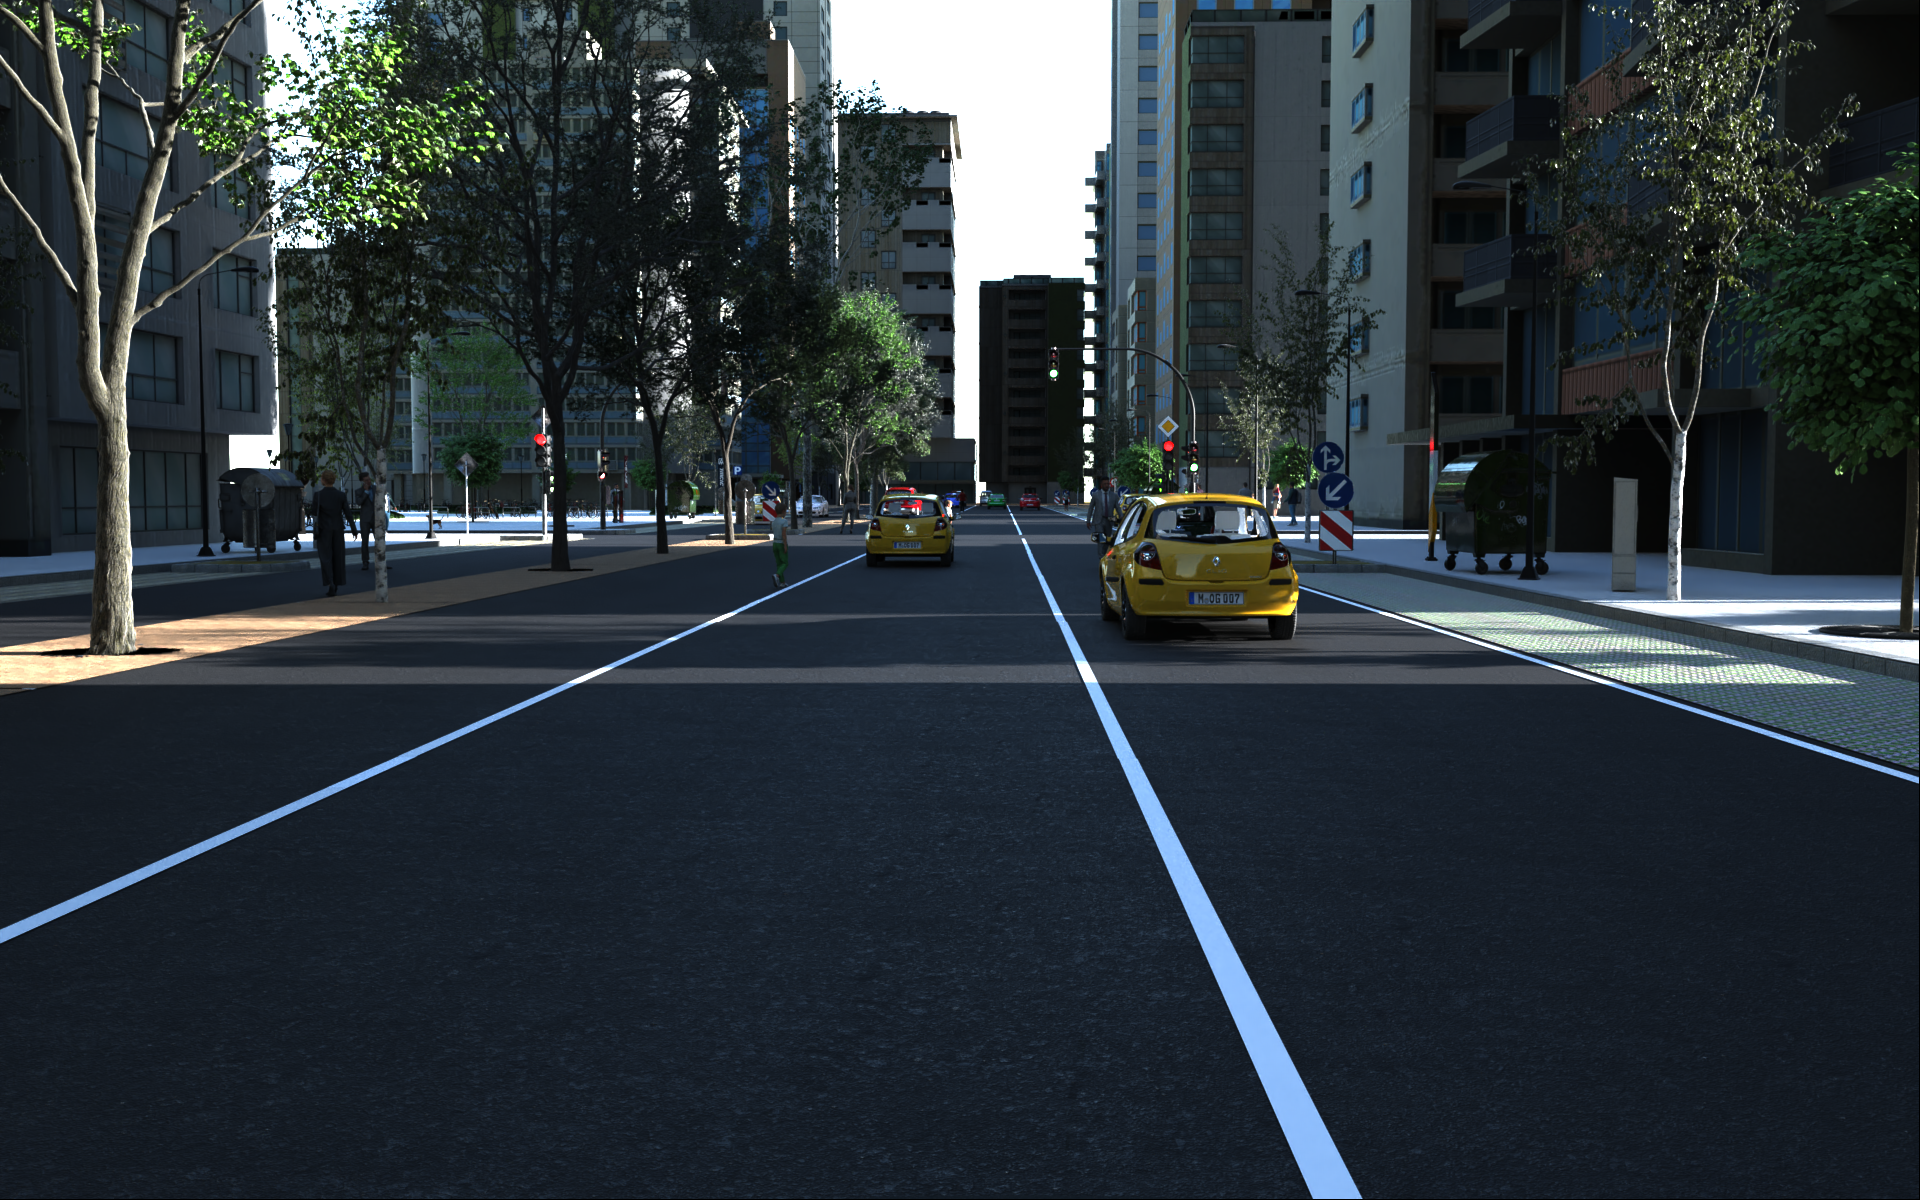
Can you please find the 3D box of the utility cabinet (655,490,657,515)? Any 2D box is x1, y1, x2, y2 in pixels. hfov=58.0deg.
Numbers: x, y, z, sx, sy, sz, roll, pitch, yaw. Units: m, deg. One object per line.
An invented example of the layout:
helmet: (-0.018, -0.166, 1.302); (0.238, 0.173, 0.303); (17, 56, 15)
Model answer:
utility cabinet: (-14.829, -4.693, 85.403); (0.318, 1.500, 1.173); (-1, 4, -13)

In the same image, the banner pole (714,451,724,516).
banner pole: (-13.931, -6.738, 100.175); (0.863, 3.779, 0.401); (1, 4, 11)

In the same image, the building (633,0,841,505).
building: (-25.106, -46.560, 199.510); (20.611, 71.187, 20.563); (0, 4, 1)

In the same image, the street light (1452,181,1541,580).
street light: (8.008, -3.261, 25.856); (1.470, 5.913, 1.316); (0, 4, 1)

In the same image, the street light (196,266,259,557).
street light: (-14.993, -3.850, 35.487); (1.470, 5.913, 1.316); (0, 4, 1)

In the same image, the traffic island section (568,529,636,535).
traffic island section: (-12.893, -2.459, 62.484); (2.009, 0.180, 2.903); (0, 4, 1)

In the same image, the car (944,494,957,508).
car: (-1.086, -10.571, 182.618); (2.009, 1.686, 4.222); (0, 4, 2)

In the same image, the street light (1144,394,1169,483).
street light: (9.350, -6.611, 80.634); (1.470, 5.913, 1.316); (0, 4, 1)

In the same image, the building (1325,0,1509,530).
building: (26.628, -27.356, 70.975); (21.600, 48.544, 21.300); (0, 4, 1)

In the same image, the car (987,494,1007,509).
car: (3.506, -9.534, 164.674); (1.959, 1.807, 4.718); (0, 4, 1)

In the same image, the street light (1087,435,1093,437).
street light: (10.715, -10.050, 136.854); (1.470, 5.913, 1.316); (0, 4, 1)

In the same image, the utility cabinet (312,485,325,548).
utility cabinet: (-14.992, -1.961, 40.746); (0.318, 1.500, 1.173); (-1, 4, -12)

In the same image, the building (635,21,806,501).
building: (-22.638, -31.727, 168.845); (14.600, 45.320, 14.200); (0, 4, 1)

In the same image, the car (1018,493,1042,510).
car: (6.174, -8.783, 152.643); (2.155, 1.783, 4.494); (0, 4, 3)

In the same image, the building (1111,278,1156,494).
building: (28.138, -18.812, 152.614); (27.650, 21.520, 28.899); (0, 4, 1)

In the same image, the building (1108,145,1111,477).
building: (24.275, -31.719, 202.198); (14.154, 41.232, 14.086); (0, 4, 1)

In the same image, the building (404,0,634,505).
building: (-49.726, -40.261, 200.272); (28.212, 58.520, 21.231); (0, 4, 1)

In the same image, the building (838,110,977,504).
building: (-11.568, -39.693, 238.212); (27.495, 52.752, 28.713); (0, 4, 1)

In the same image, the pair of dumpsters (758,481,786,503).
pair of dumpsters: (-13.486, -7.435, 124.061); (1.574, 2.255, 4.437); (0, 4, 1)

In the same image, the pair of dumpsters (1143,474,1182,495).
pair of dumpsters: (10.109, -5.141, 86.542); (1.574, 2.255, 4.437); (0, 4, 1)

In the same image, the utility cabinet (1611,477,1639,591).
utility cabinet: (8.911, -0.887, 23.187); (0.318, 1.500, 1.173); (1, 4, 21)

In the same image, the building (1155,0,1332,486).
building: (22.178, -29.289, 128.978); (14.600, 45.320, 14.200); (0, 4, 1)

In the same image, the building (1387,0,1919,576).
building: (22.664, -23.211, 34.121); (22.147, 44.769, 28.867); (0, 4, 1)

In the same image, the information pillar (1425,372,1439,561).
information pillar: (9.067, -2.557, 33.159); (0.183, 3.616, 0.504); (0, 4, 6)

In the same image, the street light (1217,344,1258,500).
street light: (8.663, -4.973, 53.845); (1.470, 5.913, 1.316); (0, 4, 1)

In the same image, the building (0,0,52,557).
building: (-29.877, -24.512, 24.476); (21.300, 48.544, 21.600); (0, 4, 1)

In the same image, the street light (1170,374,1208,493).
street light: (9.006, -5.774, 66.943); (1.470, 5.913, 1.316); (0, 4, 1)

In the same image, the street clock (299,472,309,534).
street clock: (-21.005, -3.100, 55.251); (0.471, 2.002, 0.358); (-2, 4, -29)

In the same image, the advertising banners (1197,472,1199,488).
advertising banners: (10.141, -4.798, 74.632); (0.090, 3.025, 2.074); (0, 4, 0)

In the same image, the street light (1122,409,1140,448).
street light: (9.762, -7.449, 94.324); (1.470, 5.913, 1.316); (0, 4, 1)

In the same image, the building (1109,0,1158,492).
building: (26.163, -39.053, 180.509); (21.231, 58.520, 28.212); (0, 4, 1)

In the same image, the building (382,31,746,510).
building: (-32.095, -27.993, 149.571); (32.217, 40.220, 23.993); (0, 4, 1)

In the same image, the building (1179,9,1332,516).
building: (20.492, -20.529, 107.353); (14.160, 30.474, 14.107); (0, 4, 1)

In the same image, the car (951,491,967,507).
car: (-0.286, -11.669, 199.458); (2.281, 1.827, 5.304); (0, 4, 0)

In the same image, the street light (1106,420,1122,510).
street light: (9.966, -8.286, 108.019); (1.470, 5.913, 1.316); (0, 4, 1)

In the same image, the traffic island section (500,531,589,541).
traffic island section: (-13.087, -1.971, 54.501); (2.009, 0.180, 2.903); (0, 4, 1)

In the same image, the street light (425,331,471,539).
street light: (-14.650, -4.711, 49.566); (1.470, 5.913, 1.316); (0, 4, 1)

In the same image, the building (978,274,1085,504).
building: (9.436, -28.098, 231.099); (14.107, 30.474, 14.160); (0, 4, 1)

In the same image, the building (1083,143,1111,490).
building: (31.812, -37.557, 233.670); (30.456, 49.044, 23.786); (0, 4, 1)

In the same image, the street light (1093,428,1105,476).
street light: (10.345, -9.151, 122.166); (1.470, 5.913, 1.316); (0, 4, 1)

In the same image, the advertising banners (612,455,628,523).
advertising banners: (-15.196, -4.978, 77.573); (0.090, 3.025, 2.074); (1, 4, 9)

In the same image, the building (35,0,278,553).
building: (-25.580, -21.932, 42.183); (14.086, 41.232, 14.154); (0, 4, 1)

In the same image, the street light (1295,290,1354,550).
street light: (8.312, -4.098, 39.548); (1.470, 5.913, 1.316); (0, 4, 1)

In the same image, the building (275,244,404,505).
building: (-70.819, -26.449, 204.141); (14.107, 30.474, 14.160); (0, 4, 1)
